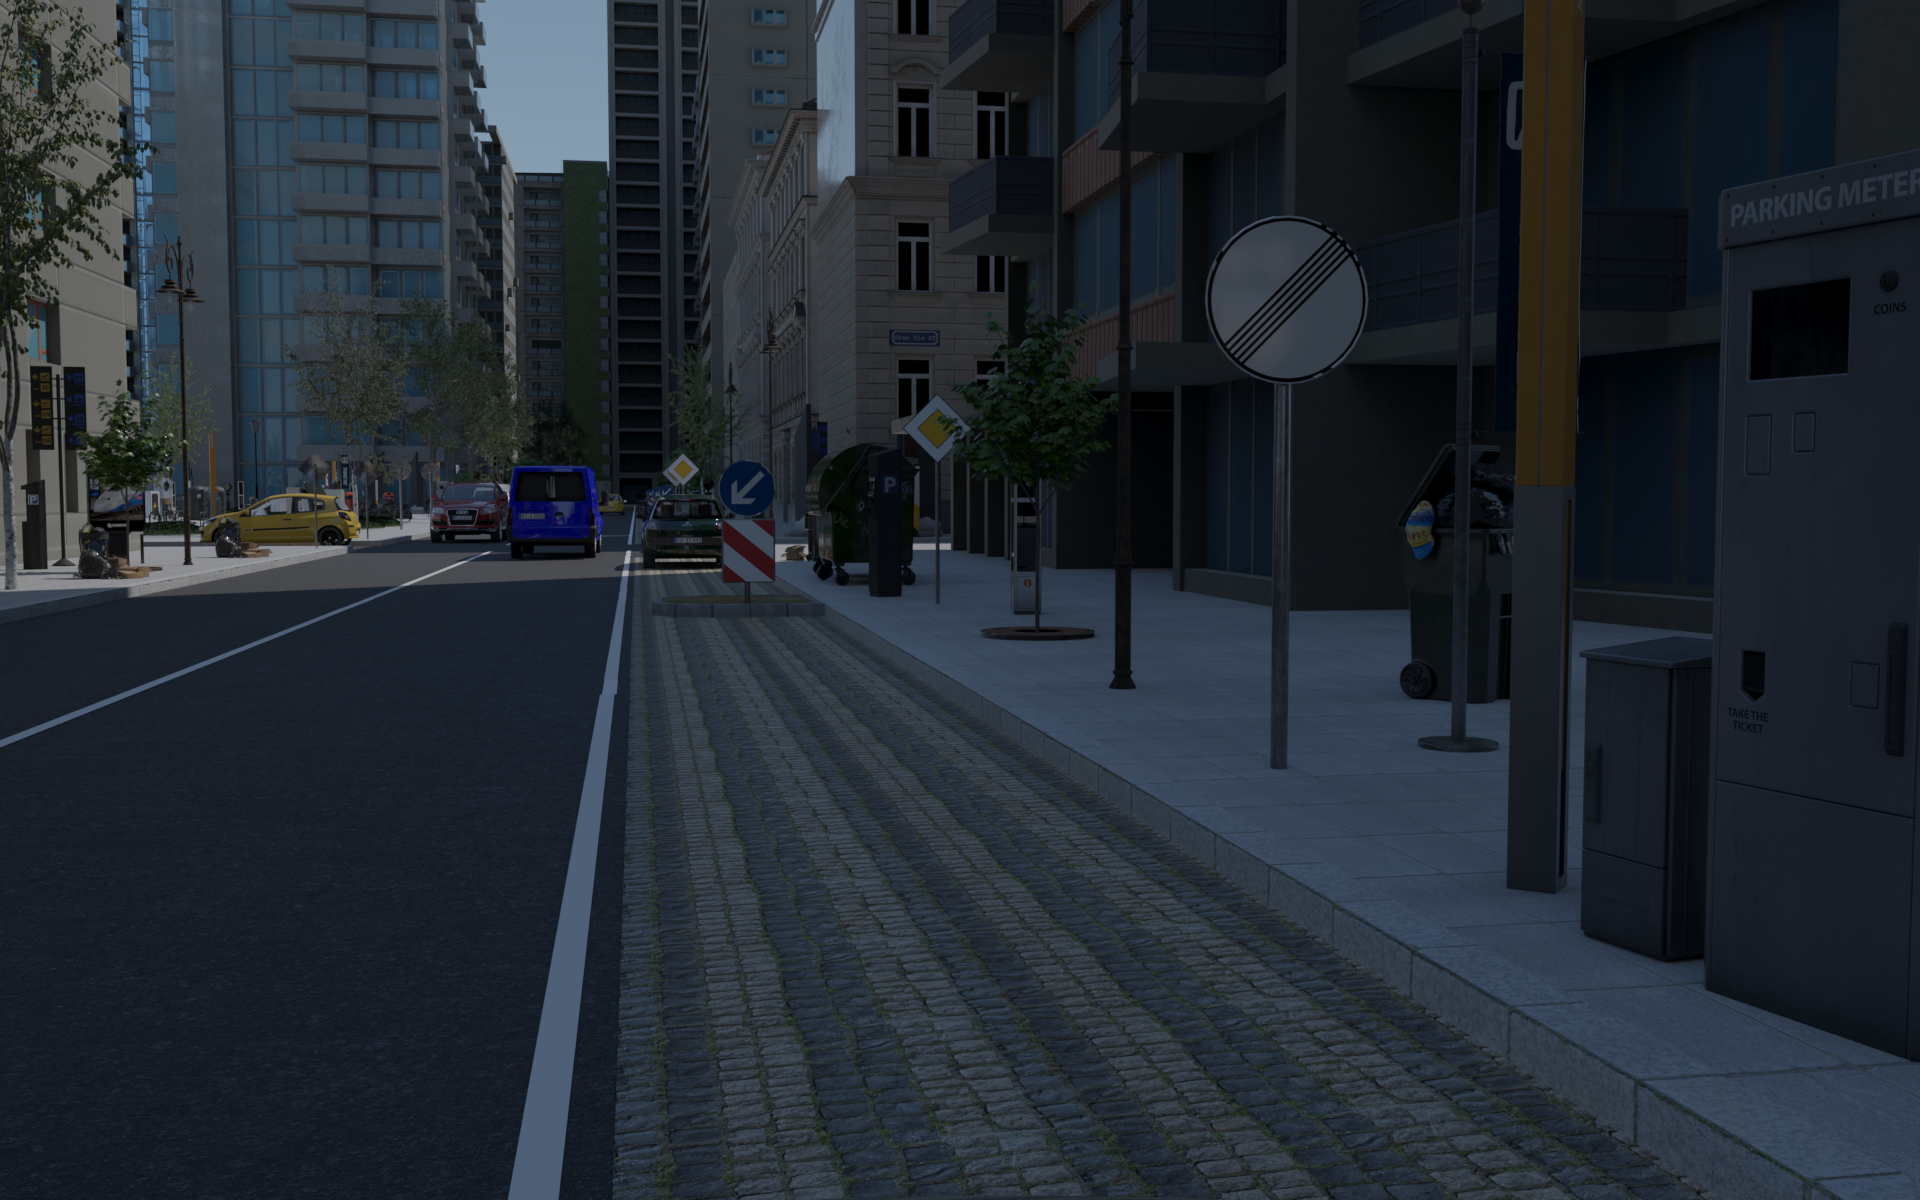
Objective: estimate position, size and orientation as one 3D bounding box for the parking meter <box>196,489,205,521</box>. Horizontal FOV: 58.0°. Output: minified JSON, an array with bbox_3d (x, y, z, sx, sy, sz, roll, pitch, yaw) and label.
[{"bbox_3d":[-36.525,-4.580,83.300,0.372,1.533,0.369,0,3,0],"label":"parking meter"}]

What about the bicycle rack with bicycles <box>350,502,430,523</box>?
[{"bbox_3d":[-26.079,-3.973,78.341,2.925,0.926,2.852,1,4,12],"label":"bicycle rack with bicycles"}]

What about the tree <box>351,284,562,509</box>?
[{"bbox_3d":[-23.990,-8.777,77.918,8.767,10.594,7.601,3,4,36],"label":"tree"}]

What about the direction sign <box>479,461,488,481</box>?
[{"bbox_3d":[-32.740,-7.769,119.022,0.876,3.537,0.379,3,4,38],"label":"direction sign"}]

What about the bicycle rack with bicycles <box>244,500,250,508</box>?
[{"bbox_3d":[-44.933,-5.998,111.449,2.852,0.926,2.925,2,4,32],"label":"bicycle rack with bicycles"}]

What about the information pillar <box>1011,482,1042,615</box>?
[{"bbox_3d":[0.706,-0.856,18.493,0.304,2.012,0.304,0,4,-5],"label":"information pillar"}]

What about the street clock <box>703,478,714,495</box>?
[{"bbox_3d":[-11.073,-4.383,76.225,0.471,2.002,0.358,-1,4,-11],"label":"street clock"}]

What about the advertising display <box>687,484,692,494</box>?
[{"bbox_3d":[-15.698,-5.949,102.478,0.974,1.923,0.123,1,4,17],"label":"advertising display"}]

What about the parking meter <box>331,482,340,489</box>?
[{"bbox_3d":[-31.291,-4.960,86.807,0.399,1.863,0.255,2,4,35],"label":"parking meter"}]

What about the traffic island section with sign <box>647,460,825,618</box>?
[{"bbox_3d":[-2.720,-0.752,20.918,1.989,1.847,2.006,-1,4,-11],"label":"traffic island section with sign"}]

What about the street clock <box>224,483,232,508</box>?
[{"bbox_3d":[-49.389,-6.869,116.872,0.471,2.002,0.358,1,4,14],"label":"street clock"}]

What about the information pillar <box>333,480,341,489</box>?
[{"bbox_3d":[-32.239,-5.209,89.655,0.304,2.012,0.304,1,4,23],"label":"information pillar"}]

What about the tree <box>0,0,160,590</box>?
[{"bbox_3d":[-12.972,-4.439,22.936,4.737,8.622,4.395,0,3,0],"label":"tree"}]

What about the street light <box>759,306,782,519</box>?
[{"bbox_3d":[-4.671,-4.281,42.775,0.468,5.910,1.993,-1,4,-11],"label":"street light"}]

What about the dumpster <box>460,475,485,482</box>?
[{"bbox_3d":[-24.394,-5.165,86.934,1.502,2.255,1.985,-1,4,-10],"label":"dumpster"}]

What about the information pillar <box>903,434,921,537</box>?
[{"bbox_3d":[-1.426,-3.664,51.267,0.504,3.616,0.183,-1,4,-18],"label":"information pillar"}]

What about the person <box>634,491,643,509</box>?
[{"bbox_3d":[-31.899,-9.945,171.928,0.721,1.723,1.217,2,4,35],"label":"person"}]

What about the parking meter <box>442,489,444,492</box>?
[{"bbox_3d":[-22.535,-4.140,76.094,0.372,1.533,0.369,0,3,0],"label":"parking meter"}]

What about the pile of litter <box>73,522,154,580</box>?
[{"bbox_3d":[-13.092,-0.780,26.720,1.176,0.858,1.719,-1,4,-17],"label":"pile of litter"}]

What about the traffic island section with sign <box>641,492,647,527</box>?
[{"bbox_3d":[-13.015,-4.130,76.147,1.989,1.847,2.006,-1,4,-11],"label":"traffic island section with sign"}]

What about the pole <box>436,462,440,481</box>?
[{"bbox_3d":[-33.266,-7.132,110.452,0.158,3.312,0.155,0,3,0],"label":"pole"}]

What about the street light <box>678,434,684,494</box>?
[{"bbox_3d":[-19.936,-9.244,123.932,0.468,5.910,1.993,-1,4,-11],"label":"street light"}]

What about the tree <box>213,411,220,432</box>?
[{"bbox_3d":[-41.004,-8.549,90.142,4.737,8.622,4.395,0,3,0],"label":"tree"}]

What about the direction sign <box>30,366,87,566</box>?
[{"bbox_3d":[-15.977,-2.371,30.770,0.876,3.537,0.379,-1,4,-17],"label":"direction sign"}]

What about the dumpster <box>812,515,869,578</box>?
[{"bbox_3d":[-1.649,-1.309,27.167,1.264,1.857,1.865,-1,4,-11],"label":"dumpster"}]

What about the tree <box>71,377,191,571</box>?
[{"bbox_3d":[-14.010,-2.100,28.943,1.663,3.219,1.824,0,3,0],"label":"tree"}]

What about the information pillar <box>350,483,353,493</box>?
[{"bbox_3d":[-40.655,-6.821,116.014,0.304,2.012,0.304,0,4,7],"label":"information pillar"}]

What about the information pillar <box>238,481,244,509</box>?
[{"bbox_3d":[-41.662,-5.864,100.365,0.304,2.012,0.304,-2,4,-26],"label":"information pillar"}]

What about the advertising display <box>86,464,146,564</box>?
[{"bbox_3d":[-15.415,-1.617,31.655,0.974,1.923,0.123,-3,5,-41],"label":"advertising display"}]

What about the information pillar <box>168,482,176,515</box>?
[{"bbox_3d":[-48.877,-6.293,107.379,0.304,2.012,0.304,0,4,7],"label":"information pillar"}]

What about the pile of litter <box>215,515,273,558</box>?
[{"bbox_3d":[-14.655,-1.311,35.393,1.176,0.858,1.719,0,4,-4],"label":"pile of litter"}]

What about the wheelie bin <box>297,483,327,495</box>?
[{"bbox_3d":[-18.097,-2.473,48.336,0.693,1.594,0.980,2,4,24],"label":"wheelie bin"}]

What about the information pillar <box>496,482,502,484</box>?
[{"bbox_3d":[-27.068,-5.953,101.820,0.304,2.012,0.304,-2,4,-26],"label":"information pillar"}]

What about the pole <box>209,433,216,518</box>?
[{"bbox_3d":[-24.844,-3.898,57.575,0.158,3.312,0.155,0,3,0],"label":"pole"}]

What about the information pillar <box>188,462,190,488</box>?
[{"bbox_3d":[-48.545,-7.184,108.812,0.504,3.616,0.183,2,4,31],"label":"information pillar"}]

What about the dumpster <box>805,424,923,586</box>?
[{"bbox_3d":[-1.388,-1.374,24.962,1.502,2.255,1.985,-1,4,-10],"label":"dumpster"}]

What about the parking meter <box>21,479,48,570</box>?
[{"bbox_3d":[-15.760,-1.289,29.482,0.372,1.533,0.369,0,3,0],"label":"parking meter"}]

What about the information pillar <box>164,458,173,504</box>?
[{"bbox_3d":[-50.750,-7.325,111.121,0.504,3.616,0.183,-2,4,-23],"label":"information pillar"}]

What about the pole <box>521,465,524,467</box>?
[{"bbox_3d":[-31.103,-7.915,123.246,0.158,3.312,0.155,0,3,0],"label":"pole"}]

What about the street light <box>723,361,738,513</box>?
[{"bbox_3d":[-7.952,-5.343,60.142,0.468,5.910,1.993,-1,4,-11],"label":"street light"}]

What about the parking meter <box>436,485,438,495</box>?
[{"bbox_3d":[-32.750,-6.284,108.456,0.255,1.863,0.399,0,4,-1],"label":"parking meter"}]

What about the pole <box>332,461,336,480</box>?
[{"bbox_3d":[-38.699,-6.928,107.120,0.158,3.312,0.155,0,3,0],"label":"pole"}]

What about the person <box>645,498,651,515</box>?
[{"bbox_3d":[-21.579,-6.479,119.935,0.738,1.151,1.012,0,4,4],"label":"person"}]

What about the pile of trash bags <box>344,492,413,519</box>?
[{"bbox_3d":[-29.934,-4.826,88.655,1.912,1.369,3.447,3,5,43],"label":"pile of trash bags"}]

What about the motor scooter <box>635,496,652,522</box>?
[{"bbox_3d":[-16.214,-4.646,88.737,0.815,1.314,1.986,-1,4,-9],"label":"motor scooter"}]

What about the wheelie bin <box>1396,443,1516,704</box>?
[{"bbox_3d":[3.217,-0.182,10.879,0.980,1.594,0.693,-3,5,-43],"label":"wheelie bin"}]

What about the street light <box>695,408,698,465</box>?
[{"bbox_3d":[-14.022,-7.317,92.425,0.468,5.910,1.993,-1,4,-11],"label":"street light"}]

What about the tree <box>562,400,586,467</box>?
[{"bbox_3d":[-26.037,-9.696,92.945,8.767,10.594,7.601,3,5,42],"label":"tree"}]

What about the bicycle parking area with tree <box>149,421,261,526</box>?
[{"bbox_3d":[-30.163,-4.932,67.646,8.231,4.147,9.016,1,4,14],"label":"bicycle parking area with tree"}]

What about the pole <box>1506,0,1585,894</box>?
[{"bbox_3d":[1.884,-0.716,5.556,0.158,3.312,0.155,0,3,0],"label":"pole"}]

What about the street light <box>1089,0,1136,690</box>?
[{"bbox_3d":[1.075,-2.354,11.273,0.468,5.910,1.993,-1,4,-11],"label":"street light"}]

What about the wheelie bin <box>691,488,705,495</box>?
[{"bbox_3d":[-12.921,-4.765,85.821,0.980,1.594,0.693,2,4,27],"label":"wheelie bin"}]

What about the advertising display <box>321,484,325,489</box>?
[{"bbox_3d":[-41.411,-6.516,111.751,0.974,1.923,0.123,-3,4,-36],"label":"advertising display"}]

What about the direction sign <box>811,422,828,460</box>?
[{"bbox_3d":[-4.548,-3.801,54.151,0.876,3.537,0.379,-2,4,-27],"label":"direction sign"}]

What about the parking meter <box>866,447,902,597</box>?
[{"bbox_3d":[-0.947,-0.975,21.649,0.399,1.863,0.255,-2,4,-30],"label":"parking meter"}]

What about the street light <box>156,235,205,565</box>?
[{"bbox_3d":[-13.953,-3.568,31.125,0.468,5.910,1.993,-1,4,-11],"label":"street light"}]

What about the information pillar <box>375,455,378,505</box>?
[{"bbox_3d":[-34.794,-6.846,103.292,0.183,3.616,0.504,-2,4,-23],"label":"information pillar"}]

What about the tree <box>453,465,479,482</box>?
[{"bbox_3d":[-34.001,-7.687,120.288,1.663,3.219,1.824,0,3,0],"label":"tree"}]
